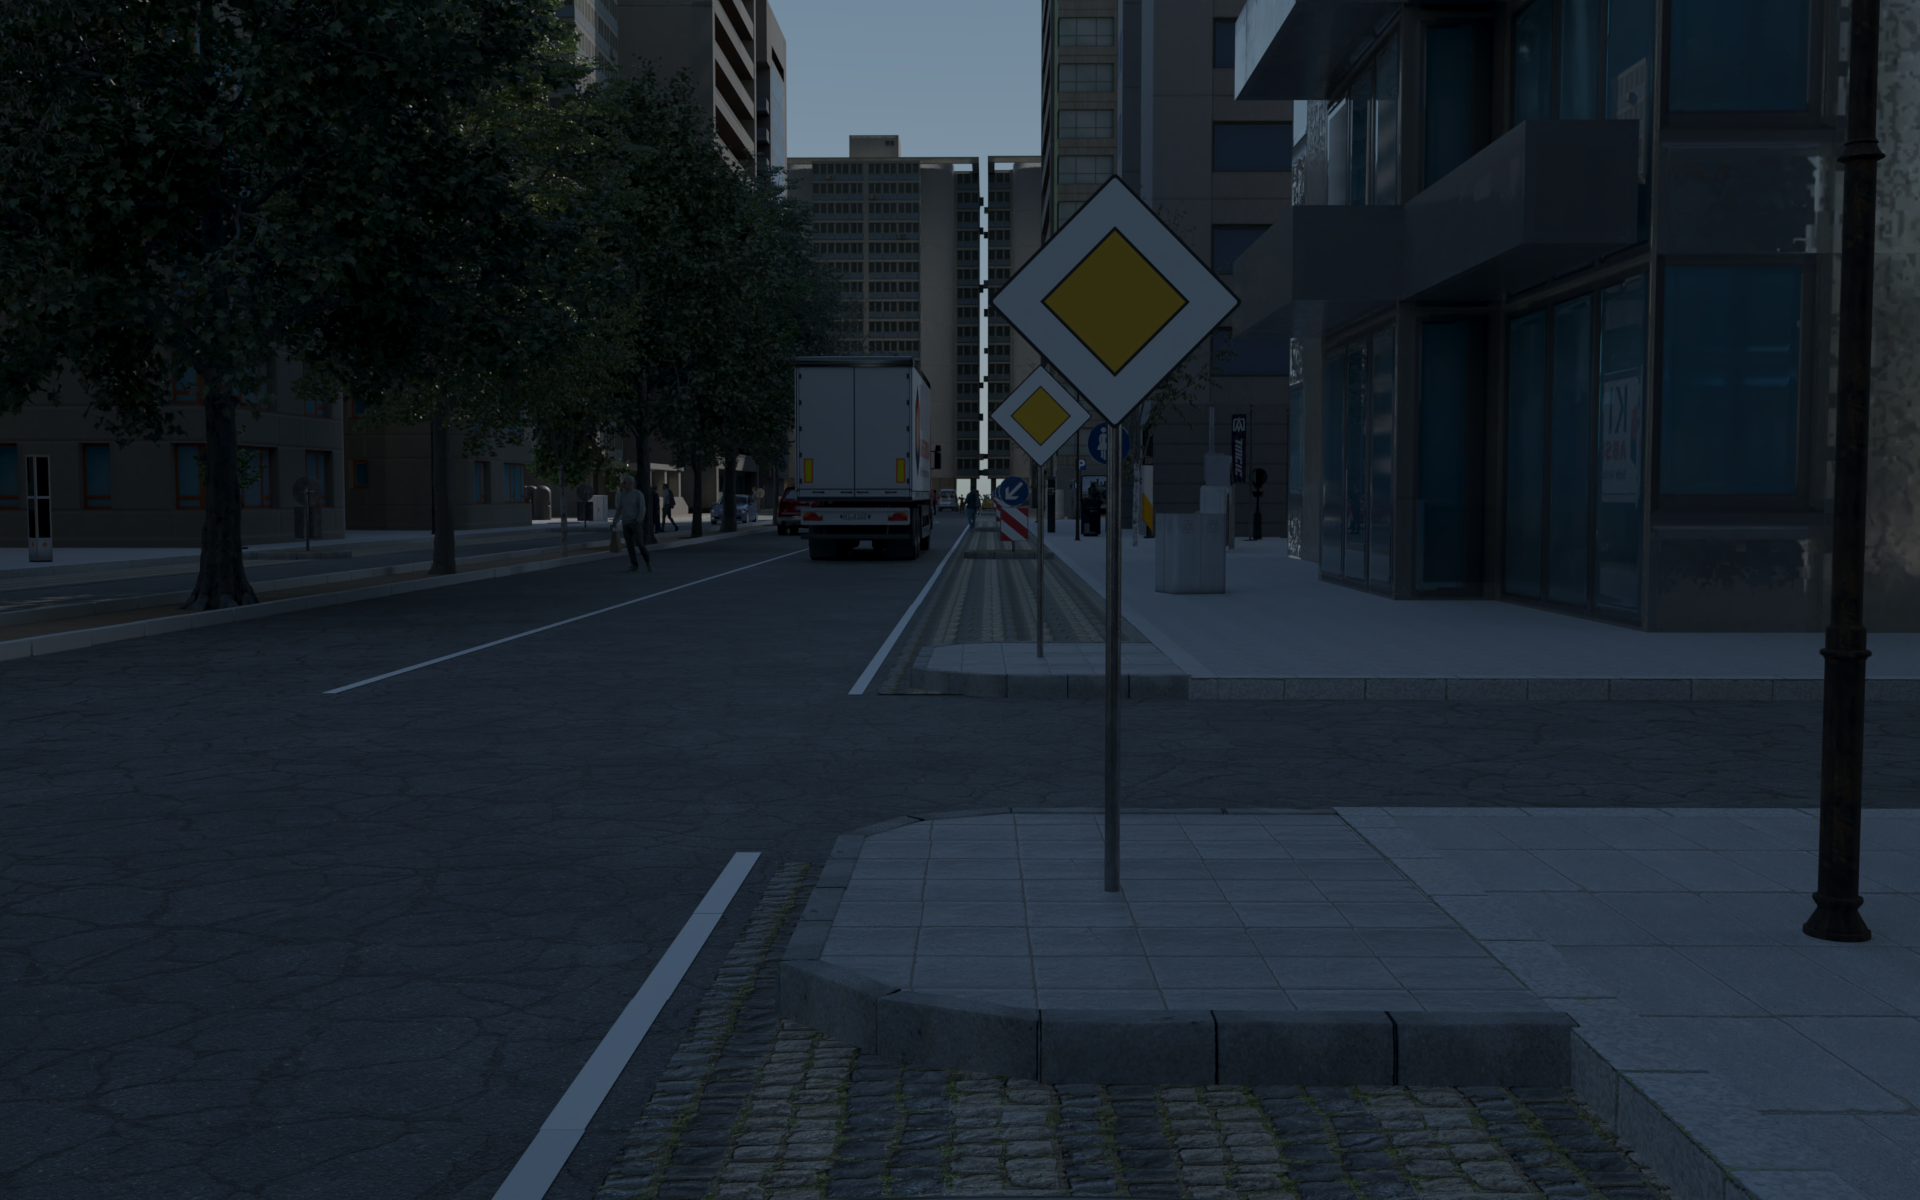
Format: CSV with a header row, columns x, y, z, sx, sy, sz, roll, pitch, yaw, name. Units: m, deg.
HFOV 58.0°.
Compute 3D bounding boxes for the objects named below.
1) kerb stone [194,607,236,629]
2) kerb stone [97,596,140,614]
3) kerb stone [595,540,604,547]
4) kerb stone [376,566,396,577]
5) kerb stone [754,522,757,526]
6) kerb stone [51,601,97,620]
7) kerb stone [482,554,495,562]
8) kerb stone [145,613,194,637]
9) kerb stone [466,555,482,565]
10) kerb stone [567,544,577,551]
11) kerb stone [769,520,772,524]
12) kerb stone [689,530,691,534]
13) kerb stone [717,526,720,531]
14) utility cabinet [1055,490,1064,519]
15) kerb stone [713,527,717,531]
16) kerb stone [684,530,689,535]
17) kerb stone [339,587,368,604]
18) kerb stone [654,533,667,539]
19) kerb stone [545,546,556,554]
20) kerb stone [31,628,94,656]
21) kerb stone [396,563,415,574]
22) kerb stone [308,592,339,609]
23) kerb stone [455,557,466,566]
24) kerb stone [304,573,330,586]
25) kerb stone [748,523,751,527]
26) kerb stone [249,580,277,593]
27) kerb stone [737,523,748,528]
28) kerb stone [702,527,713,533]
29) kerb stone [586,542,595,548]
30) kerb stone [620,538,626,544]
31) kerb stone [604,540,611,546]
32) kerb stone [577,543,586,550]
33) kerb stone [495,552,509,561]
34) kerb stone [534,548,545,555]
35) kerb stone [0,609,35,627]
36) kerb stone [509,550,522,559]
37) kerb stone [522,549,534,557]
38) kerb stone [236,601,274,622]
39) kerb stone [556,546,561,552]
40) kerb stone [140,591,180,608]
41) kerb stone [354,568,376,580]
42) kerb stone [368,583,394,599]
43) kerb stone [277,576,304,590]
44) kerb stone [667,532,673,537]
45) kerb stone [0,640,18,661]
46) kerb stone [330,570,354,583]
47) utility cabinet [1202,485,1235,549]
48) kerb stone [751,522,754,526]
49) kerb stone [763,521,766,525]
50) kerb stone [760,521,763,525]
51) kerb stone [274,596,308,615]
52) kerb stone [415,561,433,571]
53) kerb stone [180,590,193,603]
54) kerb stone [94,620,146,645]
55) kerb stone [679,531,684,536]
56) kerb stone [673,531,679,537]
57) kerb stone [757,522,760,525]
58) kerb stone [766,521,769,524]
x,y,z,sx,sy,sz,roll,pitch,yaw,name
-8.207,0.205,18.901,0.120,0.150,1.000,0,4,1,kerb stone
-10.274,0.074,20.990,0.120,0.150,1.000,0,4,1,kerb stone
-9.833,-1.492,46.609,0.120,0.150,1.000,0,4,1,kerb stone
-10.110,-0.490,30.214,0.120,0.150,1.000,0,4,1,kerb stone
-9.306,-3.374,77.354,0.120,0.150,1.000,0,4,1,kerb stone
-10.296,0.136,19.964,0.120,0.150,1.000,0,4,1,kerb stone
-10.011,-0.861,36.361,0.120,0.150,1.000,0,4,1,kerb stone
-8.226,0.264,17.879,0.120,0.150,1.000,0,4,1,kerb stone
-10.021,-0.798,35.336,0.120,0.150,1.000,0,4,1,kerb stone
-9.881,-1.300,43.530,0.120,0.150,1.000,0,4,1,kerb stone
-9.213,-3.687,82.479,0.120,0.150,1.000,0,4,1,kerb stone
-9.586,-2.371,60.959,0.120,0.150,1.000,0,4,1,kerb stone
-9.480,-2.746,67.099,0.120,0.150,1.000,0,4,1,kerb stone
4.786,-4.767,86.625,0.318,1.500,1.173,2,4,35,utility cabinet
-9.496,-2.681,66.071,0.120,0.150,1.000,0,4,1,kerb stone
-9.604,-2.303,59.937,0.120,0.150,1.000,0,4,1,kerb stone
-8.134,-0.044,22.995,0.120,0.150,1.000,0,4,1,kerb stone
-9.669,-2.058,55.847,0.120,0.150,1.000,0,4,1,kerb stone
-9.918,-1.173,41.482,0.120,0.150,1.000,0,4,1,kerb stone
-8.255,0.390,15.827,0.120,0.150,1.000,0,4,1,kerb stone
-10.096,-0.547,31.240,0.120,0.150,1.000,0,4,1,kerb stone
-8.154,0.014,21.973,0.120,0.150,1.000,0,4,1,kerb stone
-10.046,-0.741,34.311,0.120,0.150,1.000,0,4,1,kerb stone
-10.169,-0.301,27.145,0.120,0.150,1.000,0,4,1,kerb stone
-9.338,-3.246,75.295,0.120,0.150,1.000,0,4,1,kerb stone
-10.202,-0.177,25.092,0.120,0.150,1.000,0,4,1,kerb stone
-9.347,-3.185,74.273,0.120,0.150,1.000,0,4,1,kerb stone
-9.511,-2.621,65.047,0.120,0.150,1.000,0,4,1,kerb stone
-9.850,-1.430,45.580,0.120,0.150,1.000,0,4,1,kerb stone
-9.759,-1.744,50.715,0.120,0.150,1.000,0,4,1,kerb stone
-9.813,-1.556,47.631,0.120,0.150,1.000,0,4,1,kerb stone
-9.865,-1.364,44.552,0.120,0.150,1.000,0,4,1,kerb stone
-9.994,-0.926,37.385,0.120,0.150,1.000,0,4,1,kerb stone
-9.943,-1.116,40.460,0.120,0.150,1.000,0,4,1,kerb stone
-10.304,0.199,18.942,0.120,0.150,1.000,0,4,1,kerb stone
-9.973,-0.992,38.408,0.120,0.150,1.000,0,4,1,kerb stone
-9.953,-1.050,39.431,0.120,0.150,1.000,0,4,1,kerb stone
-8.186,0.141,19.929,0.120,0.150,1.000,0,4,1,kerb stone
-9.899,-1.238,42.508,0.120,0.150,1.000,0,4,1,kerb stone
-10.249,0.011,22.017,0.120,0.150,1.000,0,4,1,kerb stone
-10.128,-0.428,29.192,0.120,0.150,1.000,0,4,1,kerb stone
-8.119,-0.111,24.017,0.120,0.150,1.000,0,4,1,kerb stone
-10.184,-0.236,26.115,0.120,0.150,1.000,0,4,1,kerb stone
-9.656,-2.121,56.869,0.120,0.150,1.000,0,4,1,kerb stone
-8.277,0.455,14.800,0.120,0.150,1.000,0,4,1,kerb stone
-10.148,-0.364,28.170,0.120,0.150,1.000,0,4,1,kerb stone
6.034,-1.952,40.586,0.318,1.500,1.173,-1,4,-18,utility cabinet
-9.314,-3.307,76.323,0.120,0.150,1.000,0,4,1,kerb stone
-9.245,-3.561,80.426,0.120,0.150,1.000,0,4,1,kerb stone
-9.262,-3.499,79.404,0.120,0.150,1.000,0,4,1,kerb stone
-8.173,0.076,20.951,0.120,0.150,1.000,0,4,1,kerb stone
-10.076,-0.616,32.267,0.120,0.150,1.000,0,4,1,kerb stone
-10.238,-0.052,23.042,0.120,0.150,1.000,0,4,1,kerb stone
-8.248,0.331,16.857,0.120,0.150,1.000,0,4,1,kerb stone
-9.620,-2.246,58.914,0.120,0.150,1.000,0,4,1,kerb stone
-9.632,-2.182,57.892,0.120,0.150,1.000,0,4,1,kerb stone
-9.278,-3.436,78.382,0.120,0.150,1.000,0,4,1,kerb stone
-9.229,-3.620,81.448,0.120,0.150,1.000,0,4,1,kerb stone
